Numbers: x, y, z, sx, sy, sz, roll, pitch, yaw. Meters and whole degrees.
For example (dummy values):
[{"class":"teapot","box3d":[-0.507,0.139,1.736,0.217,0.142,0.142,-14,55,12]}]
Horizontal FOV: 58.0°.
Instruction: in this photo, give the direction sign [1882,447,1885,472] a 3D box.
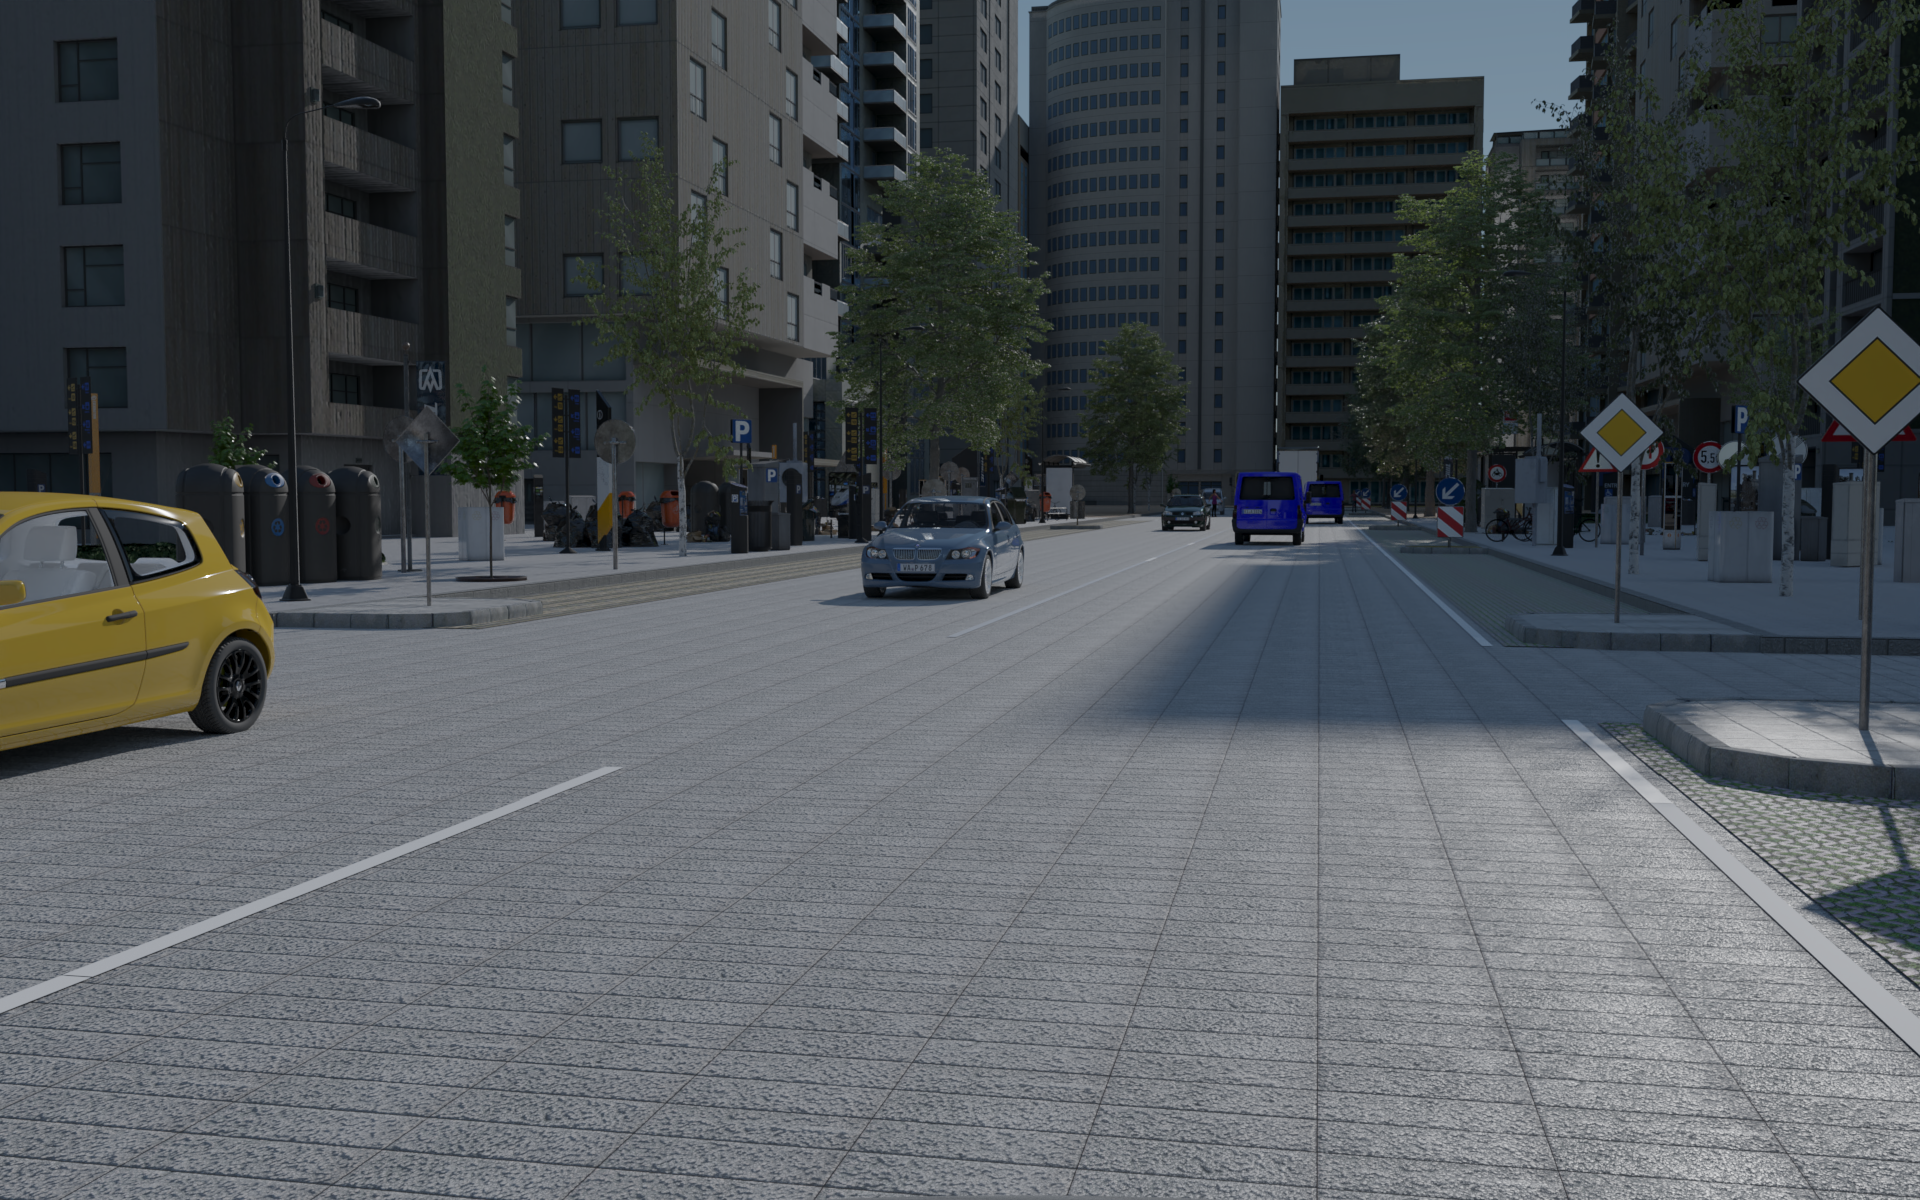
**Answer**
[{"class":"direction sign","box3d":[32.377,-4.257,61.606,0.876,3.537,0.379,2,4,34]}]

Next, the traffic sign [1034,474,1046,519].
[{"class":"traffic sign","box3d":[4.057,-5.245,87.892,0.606,2.300,0.079,1,4,17]}]

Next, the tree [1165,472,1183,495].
[{"class":"tree","box3d":[18.151,-9.465,149.361,1.663,3.219,1.824,0,3,0]}]

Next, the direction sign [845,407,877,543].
[{"class":"direction sign","box3d":[-2.590,-3.270,45.461,0.876,3.537,0.379,-2,4,-24]}]

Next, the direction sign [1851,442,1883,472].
[{"class":"direction sign","box3d":[22.630,-3.151,43.513,0.379,3.537,0.876,0,4,-2]}]

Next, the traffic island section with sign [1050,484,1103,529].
[{"class":"traffic island section with sign","box3d":[4.807,-3.803,70.805,1.989,1.847,2.006,1,4,12]}]

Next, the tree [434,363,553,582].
[{"class":"tree","box3d":[-7.024,-1.904,25.740,1.663,3.219,1.824,0,3,0]}]

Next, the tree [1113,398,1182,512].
[{"class":"tree","box3d":[14.623,-11.119,132.165,4.737,8.622,4.395,0,3,0]}]

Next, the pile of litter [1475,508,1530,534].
[{"class":"pile of litter","box3d":[17.525,-2.561,55.832,1.176,0.858,1.719,-3,5,-43]}]

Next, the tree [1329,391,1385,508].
[{"class":"tree","box3d":[39.867,-15.415,162.397,12.009,13.543,11.850,0,3,0]}]

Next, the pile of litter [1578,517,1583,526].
[{"class":"pile of litter","box3d":[22.667,-3.125,65.059,1.719,0.858,1.176,-1,4,-21]}]

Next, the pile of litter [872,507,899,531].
[{"class":"pile of litter","box3d":[-2.529,-2.817,60.016,1.176,0.858,1.719,-3,5,-44]}]

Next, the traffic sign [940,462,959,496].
[{"class":"traffic sign","box3d":[-0.424,-4.141,67.805,0.768,2.556,0.104,1,4,14]}]

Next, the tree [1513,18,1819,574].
[{"class":"tree","box3d":[11.014,-4.713,27.412,4.360,8.622,3.978,0,3,0]}]

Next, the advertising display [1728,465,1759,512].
[{"class":"advertising display","box3d":[17.270,-1.998,37.874,0.123,1.923,0.974,-2,4,-30]}]

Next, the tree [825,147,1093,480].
[{"class":"tree","box3d":[-0.430,-8.505,57.184,7.486,12.596,7.792,0,3,0]}]

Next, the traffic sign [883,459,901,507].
[{"class":"traffic sign","box3d":[-2.540,-3.879,63.532,0.768,2.556,0.104,1,4,15]}]

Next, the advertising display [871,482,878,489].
[{"class":"advertising display","box3d":[-4.746,-5.412,93.700,0.123,1.923,0.974,2,4,28]}]

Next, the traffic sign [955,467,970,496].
[{"class":"traffic sign","box3d":[0.081,-5.029,82.324,0.768,2.556,0.104,1,4,17]}]

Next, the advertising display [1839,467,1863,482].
[{"class":"advertising display","box3d":[21.354,-2.238,41.798,0.974,1.923,0.123,2,4,33]}]

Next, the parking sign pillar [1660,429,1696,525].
[{"class":"parking sign pillar","box3d":[29.649,-5.077,71.478,1.447,3.967,1.447,3,5,41]}]

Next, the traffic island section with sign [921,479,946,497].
[{"class":"traffic island section with sign","box3d":[-0.729,-2.173,44.149,1.989,1.847,2.006,1,4,12]}]

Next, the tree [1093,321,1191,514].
[{"class":"tree","box3d":[11.673,-11.964,113.731,7.486,12.596,7.792,0,3,0]}]

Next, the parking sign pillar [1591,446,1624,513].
[{"class":"parking sign pillar","box3d":[29.274,-5.494,78.303,1.447,3.967,1.447,0,4,4]}]

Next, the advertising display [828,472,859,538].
[{"class":"advertising display","box3d":[-3.366,-2.751,50.194,0.974,1.923,0.123,2,4,26]}]

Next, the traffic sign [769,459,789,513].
[{"class":"traffic sign","box3d":[-5.216,-2.929,50.014,0.606,2.300,0.079,1,4,14]}]

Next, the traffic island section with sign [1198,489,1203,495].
[{"class":"traffic island section with sign","box3d":[20.588,-8.449,146.776,1.989,1.847,2.006,1,4,12]}]

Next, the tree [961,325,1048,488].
[{"class":"tree","box3d":[1.754,-7.448,72.137,4.737,8.622,4.395,0,3,0]}]

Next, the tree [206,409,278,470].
[{"class":"tree","box3d":[-16.596,-2.727,39.189,1.663,3.219,1.824,0,3,0]}]

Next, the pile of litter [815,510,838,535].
[{"class":"pile of litter","box3d":[-4.352,-2.498,54.808,1.176,0.858,1.719,1,4,22]}]

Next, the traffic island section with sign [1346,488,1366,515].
[{"class":"traffic island section with sign","box3d":[27.262,-6.621,116.881,1.989,1.847,2.006,1,4,12]}]

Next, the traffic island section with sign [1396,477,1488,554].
[{"class":"traffic island section with sign","box3d":[11.713,-2.040,41.986,1.989,1.847,2.006,1,4,12]}]

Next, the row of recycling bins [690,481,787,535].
[{"class":"row of recycling bins","box3d":[-6.988,-2.956,55.447,3.534,1.692,1.069,-3,5,-41]}]

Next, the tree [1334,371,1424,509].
[{"class":"tree","box3d":[37.340,-14.265,150.242,9.611,12.733,9.660,0,3,0]}]

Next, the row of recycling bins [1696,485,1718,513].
[{"class":"row of recycling bins","box3d":[33.637,-4.378,78.689,1.069,1.692,3.534,3,4,38]}]

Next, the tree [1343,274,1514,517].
[{"class":"tree","box3d":[26.916,-11.728,98.402,9.857,13.997,8.962,0,3,0]}]

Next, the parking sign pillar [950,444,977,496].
[{"class":"parking sign pillar","box3d":[0.186,-6.042,87.260,1.447,3.967,1.447,-1,4,-18]}]

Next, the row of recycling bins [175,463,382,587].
[{"class":"row of recycling bins","box3d":[-9.675,-1.074,24.677,1.069,1.692,3.534,1,4,22]}]

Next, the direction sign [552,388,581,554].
[{"class":"direction sign","box3d":[-8.456,-2.769,37.268,0.379,3.537,0.876,2,4,28]}]

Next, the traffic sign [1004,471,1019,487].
[{"class":"traffic sign","box3d":[2.586,-5.261,87.203,0.795,2.450,0.064,1,4,16]}]

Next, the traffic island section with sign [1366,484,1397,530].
[{"class":"traffic island section with sign","box3d":[17.309,-3.687,68.913,1.989,1.847,2.006,1,4,12]}]

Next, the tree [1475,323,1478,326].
[{"class":"tree","box3d":[16.701,-6.056,49.379,4.360,8.622,3.978,0,3,0]}]

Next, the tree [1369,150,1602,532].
[{"class":"tree","box3d":[17.279,-8.512,57.300,7.486,12.596,7.792,0,3,0]}]

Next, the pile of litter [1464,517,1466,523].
[{"class":"pile of litter","box3d":[21.711,-3.797,76.053,1.719,0.858,1.176,-2,4,-31]}]

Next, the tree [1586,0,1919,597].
[{"class":"tree","box3d":[10.150,-4.356,21.576,4.737,8.622,4.395,0,3,0]}]

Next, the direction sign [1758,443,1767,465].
[{"class":"direction sign","box3d":[35.523,-5.168,76.488,0.876,3.537,0.379,-2,4,-26]}]

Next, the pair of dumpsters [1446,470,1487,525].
[{"class":"pair of dumpsters","box3d":[21.158,-4.293,72.681,1.574,2.255,4.437,1,4,12]}]

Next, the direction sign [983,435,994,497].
[{"class":"direction sign","box3d":[1.098,-4.568,66.690,0.379,3.537,0.876,-2,4,-25]}]

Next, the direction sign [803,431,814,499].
[{"class":"direction sign","box3d":[-5.462,-4.318,62.602,0.379,3.537,0.876,-2,4,-29]}]

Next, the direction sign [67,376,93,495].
[{"class":"direction sign","box3d":[-17.068,-2.547,33.643,0.876,3.537,0.379,3,4,37]}]

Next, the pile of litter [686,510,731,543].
[{"class":"pile of litter","box3d":[-6.833,-1.978,46.298,1.176,0.858,1.719,3,5,45]}]

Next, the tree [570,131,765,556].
[{"class":"tree","box3d":[-5.751,-5.196,35.320,4.737,8.622,4.395,0,3,0]}]

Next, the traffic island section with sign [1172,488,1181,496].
[{"class":"traffic island section with sign","box3d":[15.040,-6.818,120.097,1.989,1.847,2.006,1,4,12]}]

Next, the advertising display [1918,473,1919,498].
[{"class":"advertising display","box3d":[27.428,-2.653,48.598,0.974,1.923,0.123,3,5,40]}]

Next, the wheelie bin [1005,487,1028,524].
[{"class":"wheelie bin","box3d":[2.395,-4.039,73.948,0.980,1.594,0.693,-2,4,-29]}]
